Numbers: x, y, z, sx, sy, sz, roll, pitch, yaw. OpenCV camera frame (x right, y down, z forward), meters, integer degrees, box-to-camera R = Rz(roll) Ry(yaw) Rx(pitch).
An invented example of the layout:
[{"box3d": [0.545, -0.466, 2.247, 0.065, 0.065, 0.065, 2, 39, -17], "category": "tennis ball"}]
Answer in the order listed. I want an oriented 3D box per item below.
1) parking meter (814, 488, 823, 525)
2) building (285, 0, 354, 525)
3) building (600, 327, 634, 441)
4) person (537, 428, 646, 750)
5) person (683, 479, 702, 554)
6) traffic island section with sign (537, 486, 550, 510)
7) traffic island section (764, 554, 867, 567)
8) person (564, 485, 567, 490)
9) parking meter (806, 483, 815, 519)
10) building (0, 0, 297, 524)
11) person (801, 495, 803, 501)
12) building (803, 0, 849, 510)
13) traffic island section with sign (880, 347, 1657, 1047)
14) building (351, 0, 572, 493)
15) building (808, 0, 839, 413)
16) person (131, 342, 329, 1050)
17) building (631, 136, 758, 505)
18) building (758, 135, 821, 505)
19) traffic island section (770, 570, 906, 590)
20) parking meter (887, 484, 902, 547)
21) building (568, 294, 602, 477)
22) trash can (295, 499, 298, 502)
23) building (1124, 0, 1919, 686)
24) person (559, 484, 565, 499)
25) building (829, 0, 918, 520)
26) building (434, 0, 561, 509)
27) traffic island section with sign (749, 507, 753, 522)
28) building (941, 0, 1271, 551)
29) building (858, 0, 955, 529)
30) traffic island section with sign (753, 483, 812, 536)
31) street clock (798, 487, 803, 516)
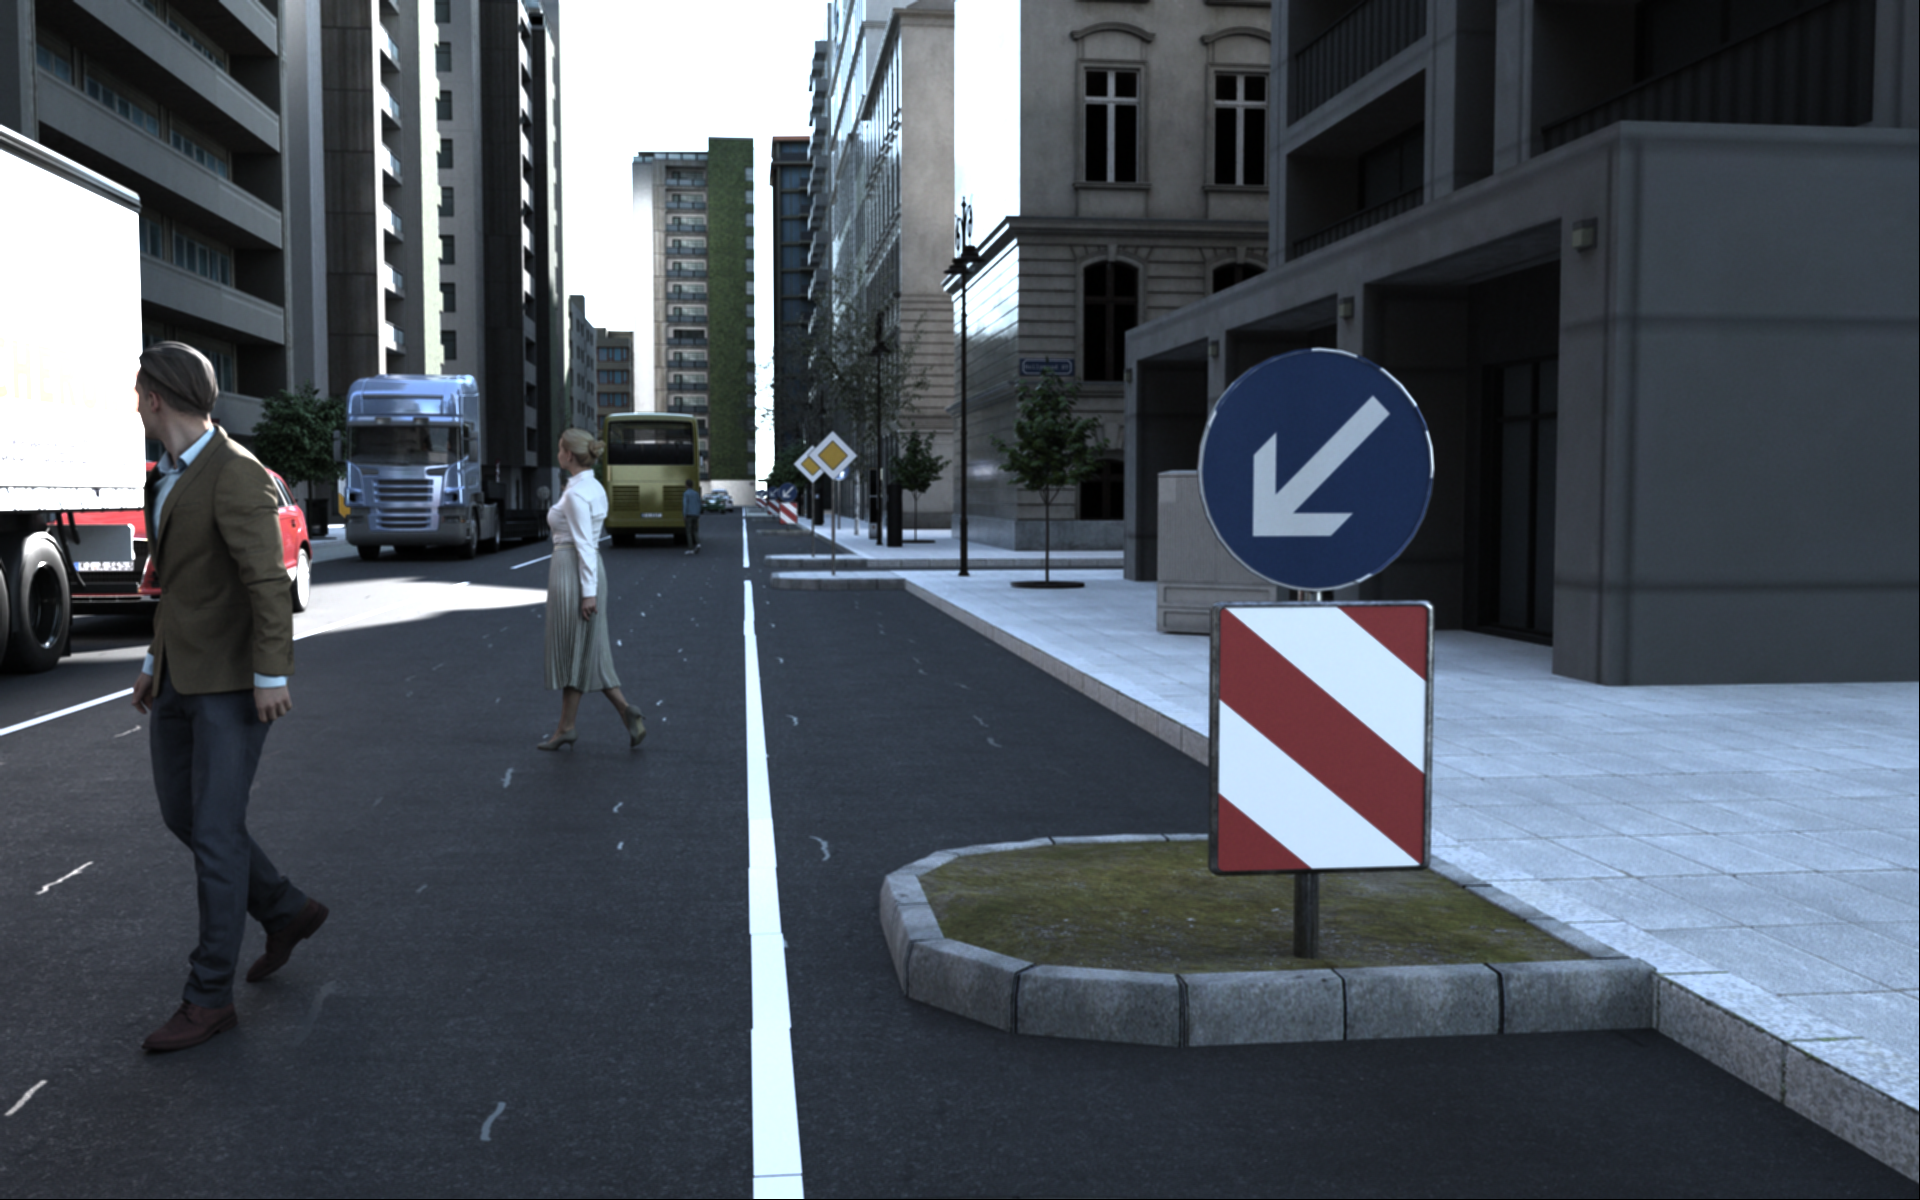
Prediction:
[{"box3d": [-5.836, -3.846, 71.288, 0.372, 1.533, 0.369, 0, 3, 0], "category": "parking meter"}, {"box3d": [-31.113, -23.970, 75.506, 14.154, 41.232, 14.086, 0, 4, -7], "category": "building"}, {"box3d": [-52.629, -21.946, 203.856, 28.899, 21.520, 27.650, 0, 4, -7], "category": "building"}, {"box3d": [-2.063, -0.059, 9.684, 0.641, 1.798, 0.478, 1, 4, 15], "category": "person"}, {"box3d": [-6.415, -1.994, 41.447, 0.601, 1.785, 0.444, -3, 5, -41], "category": "person"}, {"box3d": [-20.742, -4.757, 86.406, 1.989, 1.847, 2.006, 0, 4, -7], "category": "traffic island section with sign"}, {"box3d": [-2.975, -0.798, 35.328, 2.009, 0.180, 2.903, 0, 4, -7], "category": "traffic island section"}, {"box3d": [-15.827, -3.719, 69.505, 0.583, 1.804, 0.606, -3, 5, -41], "category": "person"}, {"box3d": [-7.706, -5.119, 89.400, 0.399, 1.863, 0.255, -3, 5, -42], "category": "parking meter"}, {"box3d": [-30.744, -25.642, 42.949, 21.300, 48.544, 21.600, 0, 4, -7], "category": "building"}, {"box3d": [-17.159, -11.075, 190.520, 0.436, 1.711, 0.756, 2, 4, 32], "category": "person"}, {"box3d": [-0.892, -50.440, 137.370, 22.319, 86.520, 31.000, 0, 4, -7], "category": "building"}, {"box3d": [0.771, 0.194, 5.464, 1.989, 1.847, 2.006, 0, 4, -7], "category": "traffic island section with sign"}, {"box3d": [-38.917, -27.773, 137.680, 14.154, 41.232, 14.086, 0, 4, -7], "category": "building"}, {"box3d": [-3.396, -33.642, 169.650, 23.786, 49.044, 30.456, 0, 4, -7], "category": "building"}, {"box3d": [-2.064, 0.222, 4.785, 0.656, 1.842, 0.836, 1, 4, 12], "category": "person"}, {"box3d": [-30.640, -31.623, 200.633, 14.086, 41.232, 14.154, 0, 4, -7], "category": "building"}, {"box3d": [-9.739, -33.752, 206.470, 28.867, 44.769, 22.147, 0, 4, -7], "category": "building"}, {"box3d": [-1.981, -0.313, 27.405, 2.009, 0.180, 2.903, 0, 4, -7], "category": "traffic island section"}, {"box3d": [-1.591, -2.065, 42.179, 0.372, 1.533, 0.369, 0, 3, 0], "category": "parking meter"}, {"box3d": [-50.760, -19.683, 166.857, 28.899, 21.520, 27.650, 0, 4, -7], "category": "building"}, {"box3d": [-17.791, -2.075, 45.585, 0.748, 1.137, 0.748, 0, 3, 0], "category": "trash can"}, {"box3d": [13.880, -35.283, 15.136, 20.563, 71.187, 20.611, 0, 4, -7], "category": "building"}, {"box3d": [-16.177, -3.831, 70.912, 0.659, 1.850, 0.755, 1, 4, 22], "category": "person"}, {"box3d": [-0.898, -19.478, 95.964, 11.434, 29.767, 29.804, 0, 4, -7], "category": "building"}, {"box3d": [-30.805, -19.988, 98.508, 14.160, 30.474, 14.107, 0, 4, -7], "category": "building"}, {"box3d": [-9.584, -4.852, 87.966, 1.989, 1.847, 2.006, 0, 4, -7], "category": "traffic island section with sign"}, {"box3d": [17.395, -13.841, 45.393, 34.723, 24.649, 14.460, 0, 4, -7], "category": "building"}, {"box3d": [1.322, -13.606, 71.603, 9.793, 20.994, 18.267, 0, 4, -7], "category": "building"}, {"box3d": [-6.115, -3.163, 60.343, 1.989, 1.847, 2.006, 0, 4, -7], "category": "traffic island section with sign"}, {"box3d": [-9.525, -6.036, 103.254, 0.471, 2.002, 0.358, 0, 4, -1], "category": "street clock"}]
